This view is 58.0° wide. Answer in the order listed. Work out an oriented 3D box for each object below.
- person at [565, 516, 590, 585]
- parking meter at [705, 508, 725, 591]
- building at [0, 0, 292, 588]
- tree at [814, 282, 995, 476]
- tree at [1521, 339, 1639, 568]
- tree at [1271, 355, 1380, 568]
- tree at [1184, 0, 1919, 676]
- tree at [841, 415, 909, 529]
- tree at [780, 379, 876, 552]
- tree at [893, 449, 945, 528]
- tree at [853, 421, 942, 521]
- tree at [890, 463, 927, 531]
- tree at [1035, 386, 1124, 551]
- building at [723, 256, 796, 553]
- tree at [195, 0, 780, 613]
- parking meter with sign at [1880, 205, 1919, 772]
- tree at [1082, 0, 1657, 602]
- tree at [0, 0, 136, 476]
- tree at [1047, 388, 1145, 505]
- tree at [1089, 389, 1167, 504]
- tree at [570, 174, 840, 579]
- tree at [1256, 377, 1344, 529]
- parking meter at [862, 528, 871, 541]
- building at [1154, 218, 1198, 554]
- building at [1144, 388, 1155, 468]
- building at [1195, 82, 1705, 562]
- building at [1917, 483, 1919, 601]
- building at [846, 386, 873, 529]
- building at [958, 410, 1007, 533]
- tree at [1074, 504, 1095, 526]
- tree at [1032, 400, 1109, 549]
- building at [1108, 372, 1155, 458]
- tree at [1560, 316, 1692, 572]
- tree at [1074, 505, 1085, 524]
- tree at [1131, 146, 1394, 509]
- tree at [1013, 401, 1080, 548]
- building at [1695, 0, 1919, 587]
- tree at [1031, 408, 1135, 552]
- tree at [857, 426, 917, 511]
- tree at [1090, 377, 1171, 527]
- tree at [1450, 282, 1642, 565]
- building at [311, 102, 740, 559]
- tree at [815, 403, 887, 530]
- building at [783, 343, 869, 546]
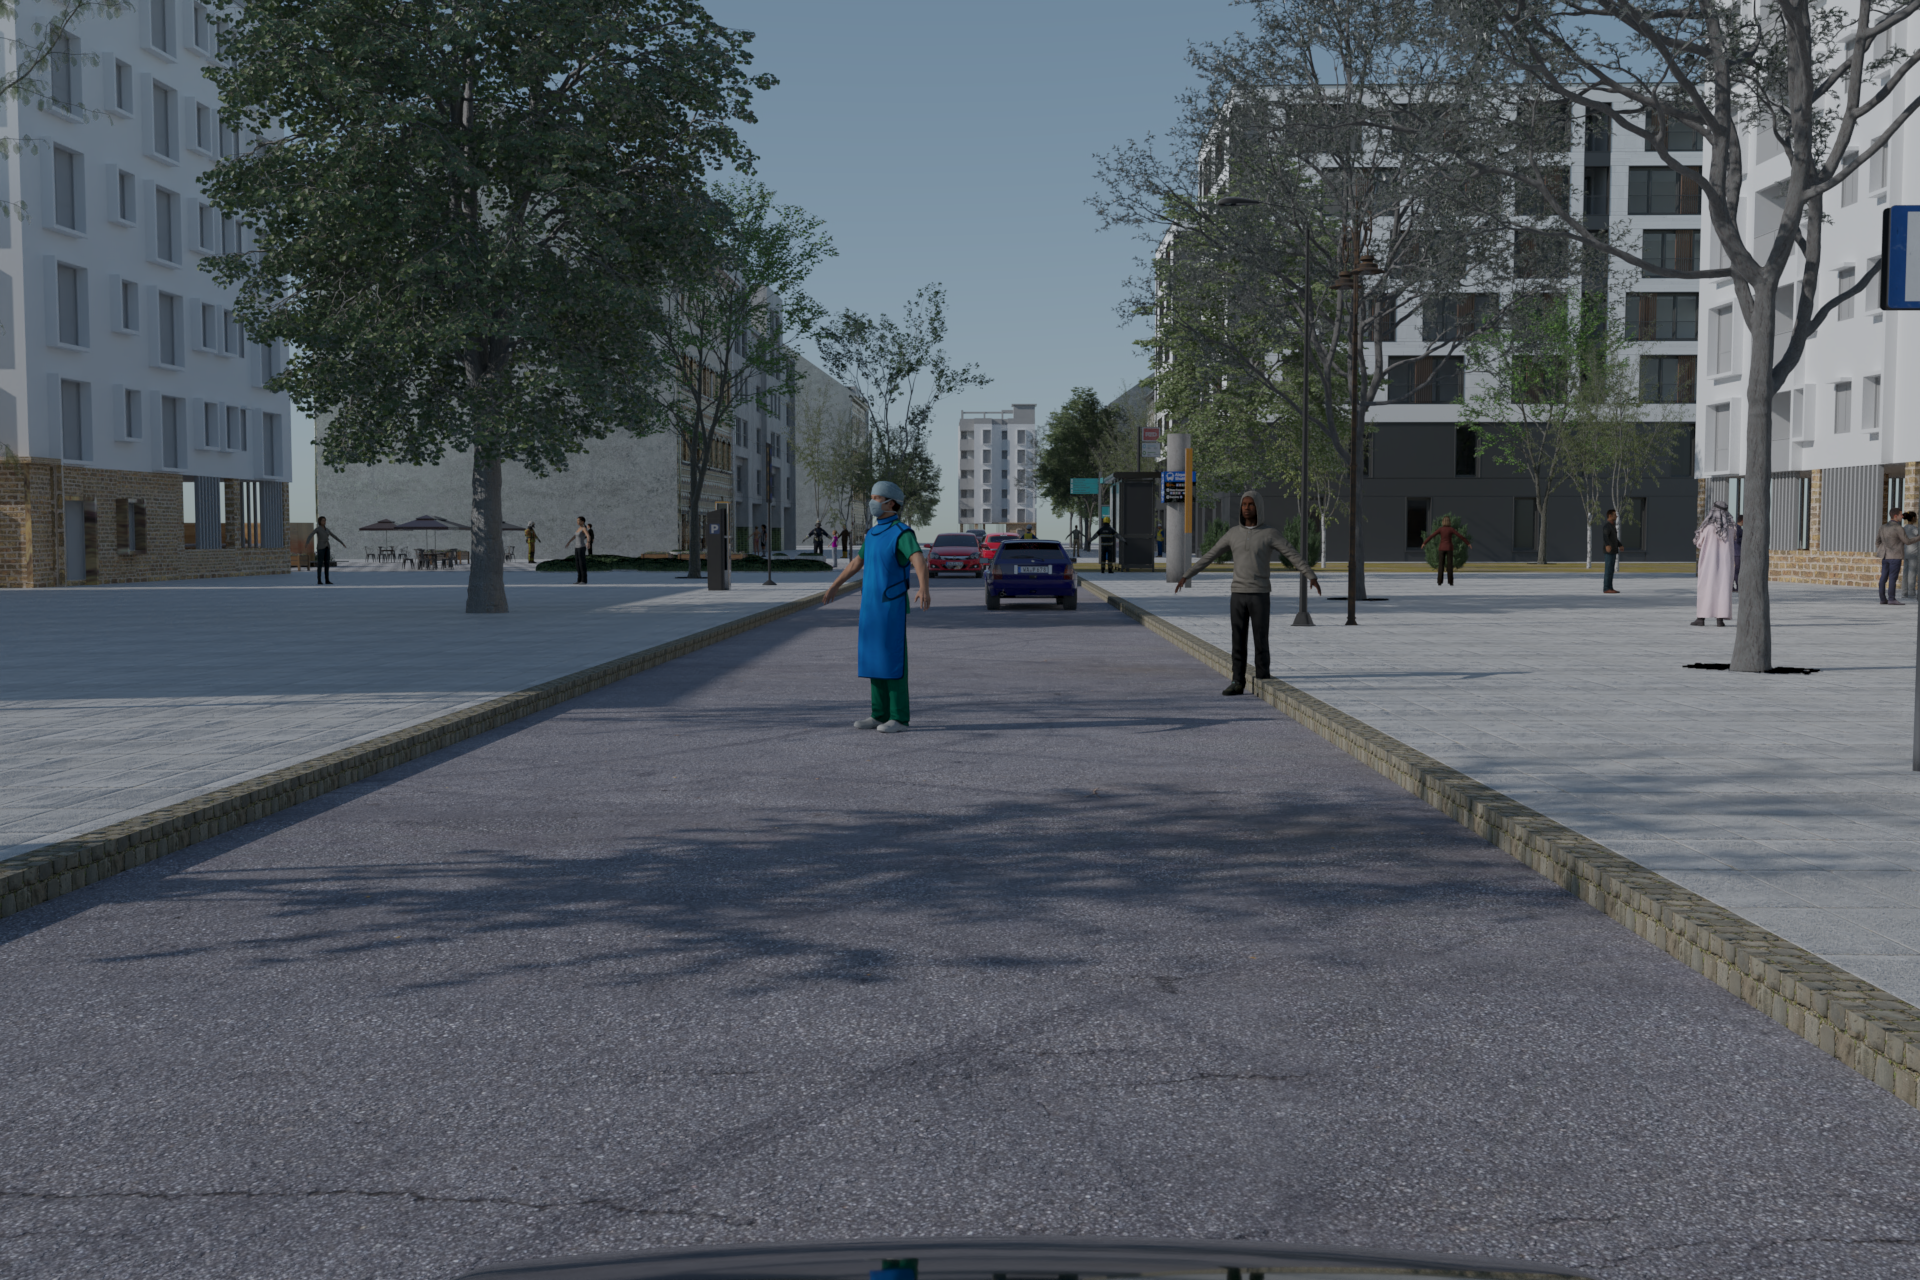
[{"bbox_3d":[-9.698,-2.274,43.992,0.721,1.737,1.217,-3,5,-40],"label":"person"},{"bbox_3d":[-5.553,-2.052,39.263,0.399,1.863,0.255,0,4,1],"label":"parking meter"},{"bbox_3d":[-26.794,-11.382,42.508,16.016,20.090,11.380,0,4,1],"label":"building"},{"bbox_3d":[-3.973,-16.728,129.397,12.611,20.169,13.585,0,3,0],"label":"tree"},{"bbox_3d":[23.803,-6.991,64.660,4.360,8.622,3.978,0,3,0],"label":"tree"},{"bbox_3d":[13.880,-7.058,65.753,4.360,8.622,3.978,0,3,0],"label":"tree"},{"bbox_3d":[7.536,-6.456,15.933,12.009,13.543,11.850,0,3,0],"label":"tree"},{"bbox_3d":[-5.944,-9.578,106.962,4.360,8.622,3.978,0,3,0],"label":"tree"},{"bbox_3d":[-6.786,-7.991,81.023,4.360,8.622,3.978,0,3,0],"label":"tree"},{"bbox_3d":[-7.238,-21.113,251.853,9.857,13.997,8.962,0,3,0],"label":"tree"},{"bbox_3d":[-5.190,-12.770,143.209,8.767,10.594,7.601,1,4,15],"label":"tree"},{"bbox_3d":[-5.016,-12.732,158.522,4.360,8.622,3.978,0,3,0],"label":"tree"},{"bbox_3d":[9.588,-13.174,133.514,7.486,12.596,7.792,0,3,0],"label":"tree"},{"bbox_3d":[-22.030,-15.696,123.087,16.747,18.905,31.486,0,4,2],"label":"building"},{"bbox_3d":[-7.835,-7.422,28.011,9.857,13.997,8.962,0,3,0],"label":"tree"},{"bbox_3d":[5.177,-0.746,8.460,0.543,3.016,1.738,0,4,1],"label":"parking meter with sign"},{"bbox_3d":[7.548,-7.502,33.030,12.009,13.543,11.850,0,3,0],"label":"tree"},{"bbox_3d":[-8.629,-3.782,12.203,4.360,8.622,3.978,0,3,0],"label":"tree"},{"bbox_3d":[9.082,-10.832,111.521,7.601,10.594,8.767,0,4,5],"label":"tree"},{"bbox_3d":[8.822,-8.328,86.533,4.360,8.622,3.978,0,3,0],"label":"tree"},{"bbox_3d":[-7.483,-7.578,49.649,9.928,11.665,9.643,0,3,0],"label":"tree"},{"bbox_3d":[14.918,-7.642,75.316,4.737,8.622,4.395,0,3,0],"label":"tree"},{"bbox_3d":[-3.898,-3.912,72.374,0.372,1.533,0.369,0,3,0],"label":"parking meter"},{"bbox_3d":[28.124,-17.368,127.945,27.936,21.610,32.646,0,4,1],"label":"building"},{"bbox_3d":[29.957,-21.569,183.585,19.493,23.208,18.063,0,4,1],"label":"building"},{"bbox_3d":[26.713,-15.360,95.112,27.936,21.610,32.646,0,4,1],"label":"building"},{"bbox_3d":[27.398,-11.762,23.239,19.493,23.208,18.063,0,4,1],"label":"building"},{"bbox_3d":[-20.612,-21.810,223.054,16.747,18.905,31.486,0,4,1],"label":"building"},{"bbox_3d":[0.113,-24.217,254.823,11.380,20.090,16.016,0,4,-4],"label":"building"},{"bbox_3d":[18.874,-18.210,248.102,4.360,8.622,3.978,0,3,0],"label":"tree"},{"bbox_3d":[9.838,-13.980,146.705,7.486,12.596,7.792,0,3,0],"label":"tree"},{"bbox_3d":[27.265,-23.240,210.895,19.493,23.208,18.063,0,4,1],"label":"building"},{"bbox_3d":[22.210,-6.643,58.971,4.360,8.622,3.978,0,3,0],"label":"tree"},{"bbox_3d":[18.509,-18.484,252.580,4.737,8.622,4.395,0,3,0],"label":"tree"},{"bbox_3d":[8.631,-8.071,50.093,7.486,12.596,7.792,0,3,0],"label":"tree"},{"bbox_3d":[10.231,-15.226,159.322,12.009,13.543,11.850,0,3,0],"label":"tree"},{"bbox_3d":[27.030,-11.801,49.363,16.016,20.090,11.380,0,4,2],"label":"building"},{"bbox_3d":[9.298,-11.640,124.723,8.767,10.594,7.601,0,3,0],"label":"tree"},{"bbox_3d":[-5.211,-10.347,119.543,4.737,8.622,4.395,0,3,0],"label":"tree"},{"bbox_3d":[8.752,-7.961,80.529,4.360,8.622,3.978,0,3,0],"label":"tree"},{"bbox_3d":[24.569,-8.995,72.827,9.928,11.665,9.643,0,3,0],"label":"tree"},{"bbox_3d":[-23.233,-16.224,96.183,19.493,23.208,18.063,0,4,1],"label":"building"},{"bbox_3d":[-6.569,-8.986,97.288,4.360,8.622,3.978,0,3,0],"label":"tree"},{"bbox_3d":[-20.685,-22.380,196.843,19.493,23.208,18.063,0,4,2],"label":"building"}]
